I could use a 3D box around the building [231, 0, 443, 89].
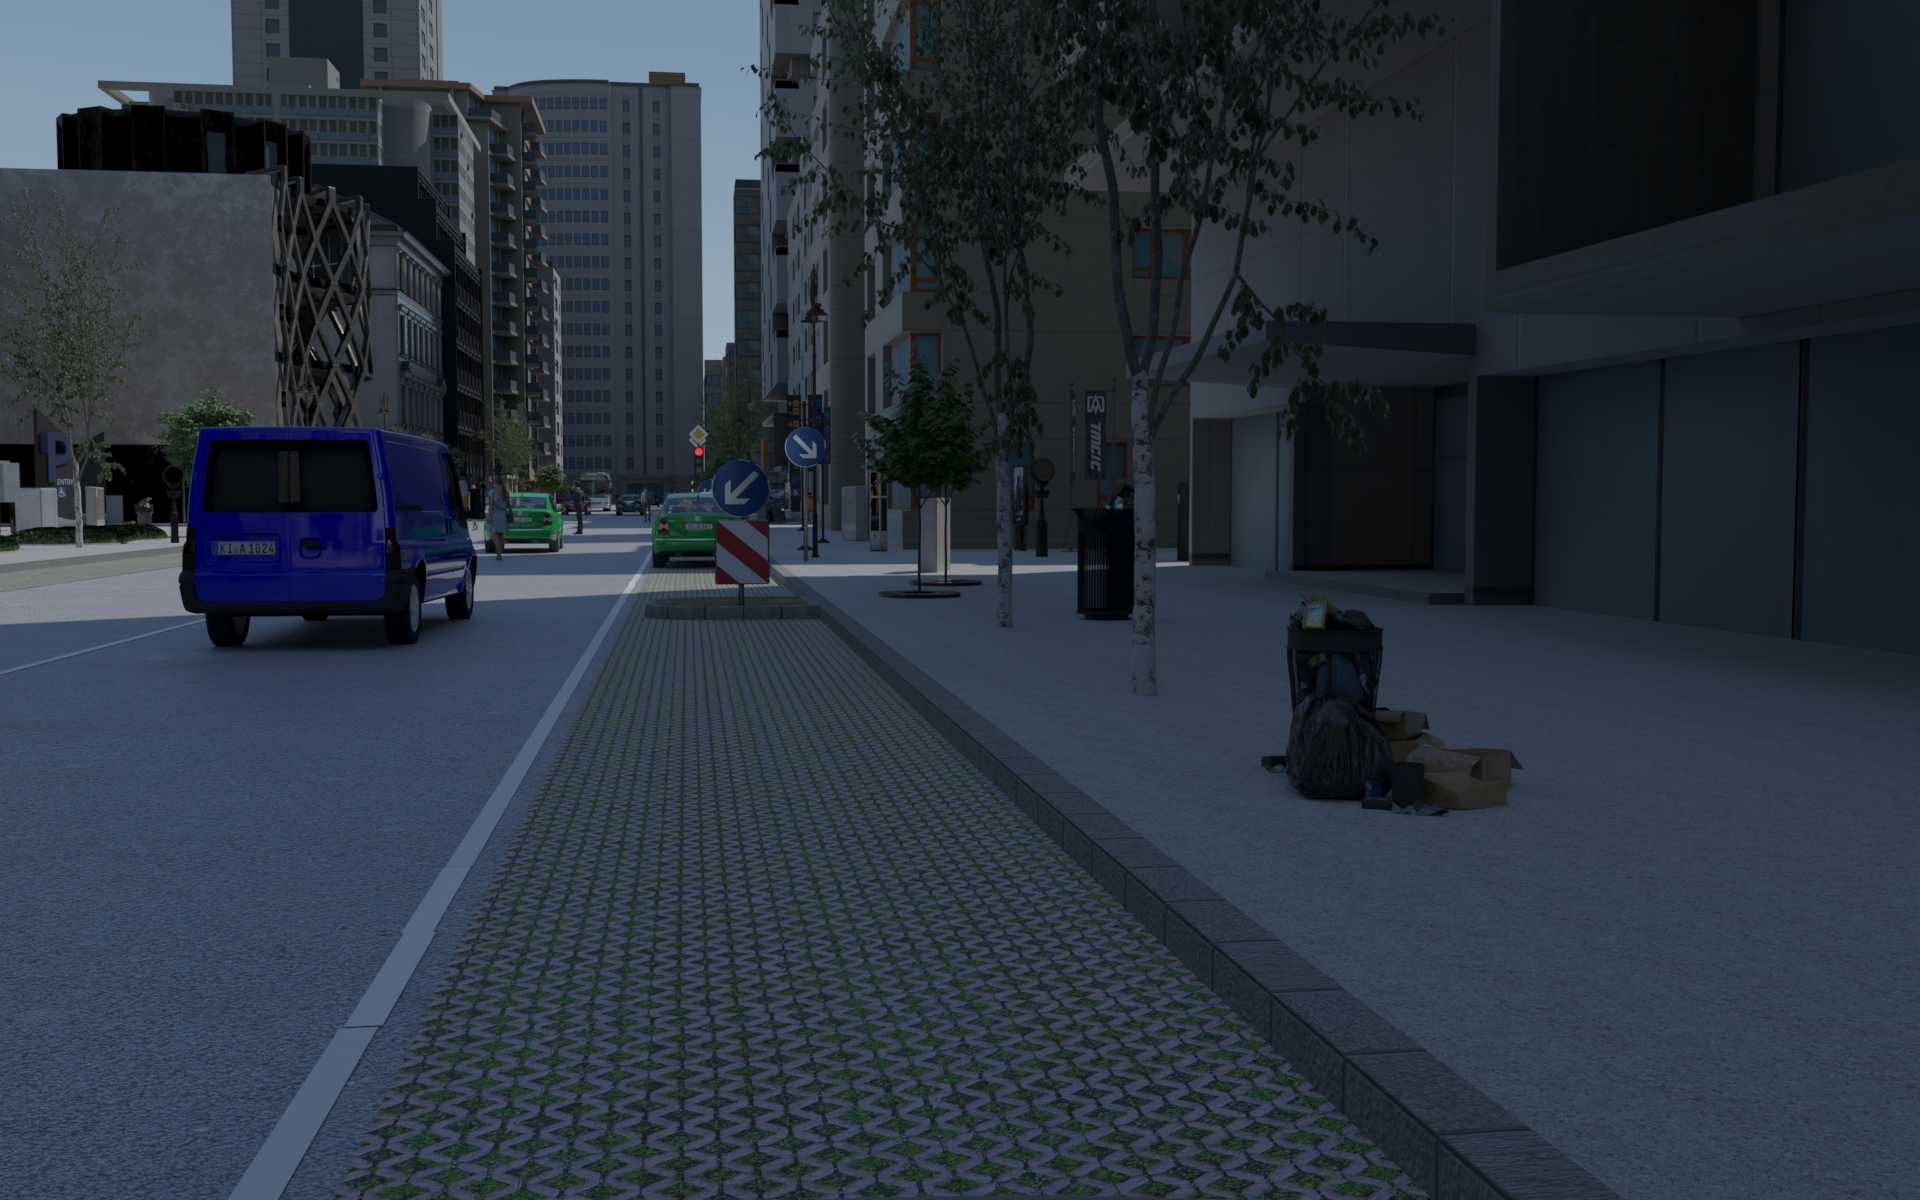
[{"bbox_3d":[-73.271,-47.029,207.170,20.611,71.187,20.563,-1,4,-9],"label":"building"}]

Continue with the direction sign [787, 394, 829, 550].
[{"bbox_3d":[-3.541,-2.907,39.531,0.876,3.537,0.379,1,4,20],"label":"direction sign"}]

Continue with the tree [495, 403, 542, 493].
[{"bbox_3d":[-35.876,-11.595,139.947,4.360,8.622,3.978,0,3,0],"label":"tree"}]

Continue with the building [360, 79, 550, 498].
[{"bbox_3d":[-56.089,-32.489,185.811,22.147,44.769,28.867,-1,4,-9],"label":"building"}]

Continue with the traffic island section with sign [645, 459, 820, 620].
[{"bbox_3d":[-2.721,-0.728,20.525,1.989,1.847,2.006,-1,4,-9],"label":"traffic island section with sign"}]

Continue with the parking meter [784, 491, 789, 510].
[{"bbox_3d":[-14.020,-8.055,140.109,0.372,1.533,0.369,0,3,0],"label":"parking meter"}]

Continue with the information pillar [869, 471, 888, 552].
[{"bbox_3d":[-1.822,-2.094,38.726,0.304,2.012,0.304,2,4,31],"label":"information pillar"}]

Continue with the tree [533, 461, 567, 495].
[{"bbox_3d":[-40.425,-11.451,170.943,4.285,4.588,4.351,0,3,0],"label":"tree"}]

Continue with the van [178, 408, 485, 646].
[{"bbox_3d":[-6.332,-0.835,18.042,2.240,2.365,5.245,0,4,-7],"label":"van"}]

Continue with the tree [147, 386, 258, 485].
[{"bbox_3d":[-22.758,-4.207,52.493,4.285,4.588,4.351,0,3,0],"label":"tree"}]

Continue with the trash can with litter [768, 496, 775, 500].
[{"bbox_3d":[-10.324,-5.115,95.009,0.624,1.170,1.055,-1,4,-17],"label":"trash can with litter"}]

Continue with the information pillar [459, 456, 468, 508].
[{"bbox_3d":[-30.507,-7.034,106.360,0.504,3.616,0.183,-1,4,-20],"label":"information pillar"}]

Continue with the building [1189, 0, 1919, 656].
[{"bbox_3d":[16.963,-26.300,19.237,28.713,52.752,27.495,-1,4,-9],"label":"building"}]

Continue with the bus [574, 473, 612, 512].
[{"bbox_3d":[-30.396,-9.129,144.124,2.948,3.499,13.247,-1,4,-10],"label":"bus"}]

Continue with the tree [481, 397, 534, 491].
[{"bbox_3d":[-34.262,-11.083,131.565,4.737,8.622,4.395,0,3,0],"label":"tree"}]

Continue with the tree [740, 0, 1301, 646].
[{"bbox_3d":[0.212,-4.037,16.365,4.360,8.622,3.978,0,3,0],"label":"tree"}]

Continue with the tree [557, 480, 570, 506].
[{"bbox_3d":[-44.160,-12.056,191.712,1.663,3.219,1.824,0,3,0],"label":"tree"}]

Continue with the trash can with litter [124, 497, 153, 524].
[{"bbox_3d":[-29.764,-3.135,62.647,1.055,1.170,0.624,0,4,-5],"label":"trash can with litter"}]

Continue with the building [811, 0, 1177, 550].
[{"bbox_3d":[10.093,-12.884,55.685,27.650,21.520,28.899,-1,4,-9],"label":"building"}]

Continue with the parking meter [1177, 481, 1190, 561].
[{"bbox_3d":[4.355,-1.517,33.207,0.372,1.533,0.369,0,3,0],"label":"parking meter"}]

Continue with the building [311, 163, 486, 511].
[{"bbox_3d":[-41.603,-18.050,124.796,12.332,23.373,15.834,-1,4,-9],"label":"building"}]

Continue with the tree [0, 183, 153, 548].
[{"bbox_3d":[-21.117,-5.541,40.965,4.360,8.622,3.978,0,3,0],"label":"tree"}]

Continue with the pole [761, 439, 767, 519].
[{"bbox_3d":[-7.252,-4.291,63.998,0.158,3.312,0.155,0,3,0],"label":"pole"}]

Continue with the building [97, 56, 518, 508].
[{"bbox_3d":[-57.785,-28.557,158.782,32.217,40.220,23.993,-1,4,-9],"label":"building"}]

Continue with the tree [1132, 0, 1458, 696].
[{"bbox_3d":[1.291,-3.685,10.615,4.360,8.622,3.978,0,3,0],"label":"tree"}]

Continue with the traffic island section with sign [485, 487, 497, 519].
[{"bbox_3d":[-26.843,-5.607,100.310,1.989,1.847,2.006,-1,4,-9],"label":"traffic island section with sign"}]

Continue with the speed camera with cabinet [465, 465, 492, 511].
[{"bbox_3d":[-33.287,-7.670,119.747,2.038,3.252,0.660,2,4,29],"label":"speed camera with cabinet"}]

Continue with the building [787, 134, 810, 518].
[{"bbox_3d":[5.667,-15.395,96.741,28.899,21.520,27.650,-1,4,-9],"label":"building"}]

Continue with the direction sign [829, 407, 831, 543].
[{"bbox_3d":[-3.588,-3.257,45.254,0.379,3.537,0.876,-2,4,-31],"label":"direction sign"}]

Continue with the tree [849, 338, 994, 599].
[{"bbox_3d":[-0.560,-1.661,21.765,1.663,3.219,1.824,0,3,0],"label":"tree"}]

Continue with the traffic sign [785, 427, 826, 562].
[{"bbox_3d":[-2.931,-2.004,32.872,0.768,2.556,0.104,0,4,-7],"label":"traffic sign"}]

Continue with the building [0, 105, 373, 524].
[{"bbox_3d":[-37.535,-13.226,83.704,16.820,18.784,16.811,-1,4,-9],"label":"building"}]

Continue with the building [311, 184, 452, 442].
[{"bbox_3d":[-38.226,-14.868,107.714,10.561,19.102,19.286,-1,4,-9],"label":"building"}]

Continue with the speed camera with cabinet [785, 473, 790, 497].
[{"bbox_3d":[-14.012,-9.209,144.897,0.660,3.252,2.038,3,5,39],"label":"speed camera with cabinet"}]

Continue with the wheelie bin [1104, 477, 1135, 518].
[{"bbox_3d":[3.142,-1.549,33.233,0.693,1.594,0.980,0,4,-2],"label":"wheelie bin"}]

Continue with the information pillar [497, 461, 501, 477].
[{"bbox_3d":[-32.982,-8.109,123.935,0.183,3.616,0.504,-2,4,-35],"label":"information pillar"}]

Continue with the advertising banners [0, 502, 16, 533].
[{"bbox_3d":[-31.370,-3.666,56.124,2.074,3.025,0.090,-1,4,-15],"label":"advertising banners"}]

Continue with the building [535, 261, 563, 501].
[{"bbox_3d":[-56.649,-27.080,214.453,14.107,30.474,14.160,-1,4,-9],"label":"building"}]

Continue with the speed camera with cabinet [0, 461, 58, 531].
[{"bbox_3d":[-26.264,-3.311,48.466,2.038,3.252,0.660,1,4,20],"label":"speed camera with cabinet"}]

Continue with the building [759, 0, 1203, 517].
[{"bbox_3d":[-0.489,-32.828,125.973,28.713,52.752,27.495,-1,4,-9],"label":"building"}]

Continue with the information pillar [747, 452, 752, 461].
[{"bbox_3d":[-11.592,-6.365,95.429,0.183,3.616,0.504,-3,4,-36],"label":"information pillar"}]

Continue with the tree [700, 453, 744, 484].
[{"bbox_3d":[-16.702,-8.642,125.015,4.285,4.588,4.351,0,3,0],"label":"tree"}]

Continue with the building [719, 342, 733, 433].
[{"bbox_3d":[-15.119,-22.557,213.840,27.650,21.520,28.899,-1,4,-9],"label":"building"}]

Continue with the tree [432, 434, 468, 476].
[{"bbox_3d":[-28.283,-6.711,93.444,4.285,4.588,4.351,0,3,0],"label":"tree"}]

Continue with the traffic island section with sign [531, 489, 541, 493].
[{"bbox_3d":[-31.027,-7.236,126.940,1.989,1.847,2.006,-1,4,-9],"label":"traffic island section with sign"}]

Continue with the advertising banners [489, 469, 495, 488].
[{"bbox_3d":[-31.925,-7.545,119.548,0.090,3.025,2.074,0,4,2],"label":"advertising banners"}]

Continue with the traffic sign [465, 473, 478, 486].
[{"bbox_3d":[-29.870,-6.471,105.900,0.768,2.556,0.104,0,4,0],"label":"traffic sign"}]

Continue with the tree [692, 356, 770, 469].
[{"bbox_3d":[-11.963,-8.644,91.699,4.737,8.622,4.395,0,3,0],"label":"tree"}]
